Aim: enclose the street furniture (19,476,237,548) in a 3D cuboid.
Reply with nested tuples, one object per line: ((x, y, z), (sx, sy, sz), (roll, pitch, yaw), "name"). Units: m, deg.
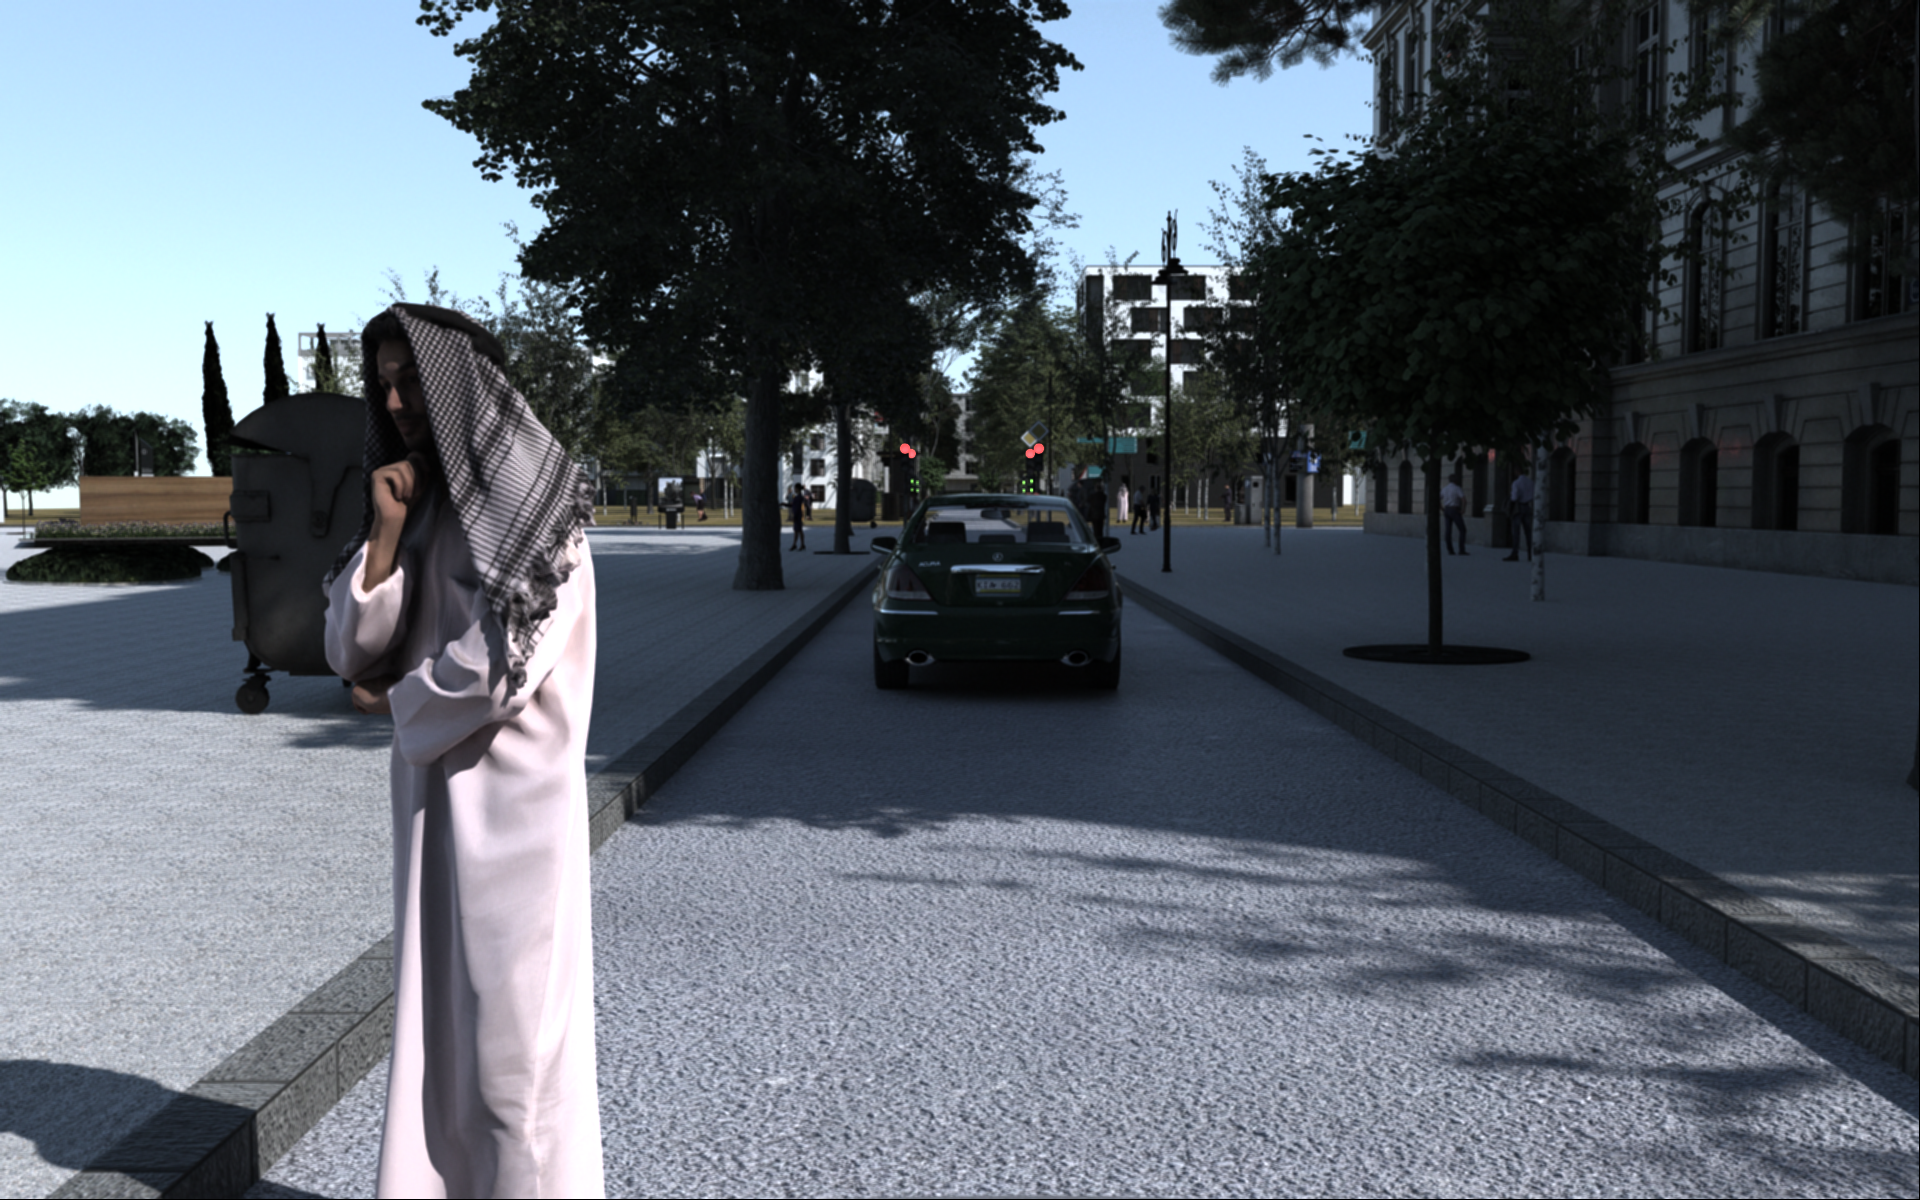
((-21.365, -2.295, 44.370), (9.812, 1.723, 11.010), (-2, 4, -27), "street furniture")

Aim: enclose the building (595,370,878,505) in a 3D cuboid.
((-26.364, -20.910, 208.337), (31.486, 18.905, 16.747), (0, 3, 0), "building")

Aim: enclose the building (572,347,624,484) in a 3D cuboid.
((-62.904, -25.071, 253.885), (32.646, 21.610, 27.936), (0, 3, 0), "building")

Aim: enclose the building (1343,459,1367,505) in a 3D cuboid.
((65.175, -18.519, 244.930), (28.070, 9.664, 9.099), (0, 3, 0), "building")

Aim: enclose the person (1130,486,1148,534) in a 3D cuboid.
((5.729, -2.880, 55.340), (0.590, 1.554, 0.614), (0, 4, -4), "person")

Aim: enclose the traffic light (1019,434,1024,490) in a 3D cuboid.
((2.931, -5.125, 73.039), (0.839, 4.213, 0.868), (0, 3, 0), "traffic light")

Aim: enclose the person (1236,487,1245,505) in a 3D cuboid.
((17.046, -6.026, 105.258), (0.565, 1.739, 0.600), (-2, 4, -33), "person")

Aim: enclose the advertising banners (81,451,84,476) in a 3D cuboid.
((-32.553, -4.167, 64.316), (0.090, 3.025, 2.074), (-2, 4, -26), "advertising banners")

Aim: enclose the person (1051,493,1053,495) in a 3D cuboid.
((10.849, -12.175, 208.336), (0.697, 1.427, 0.421), (3, 5, 42), "person")

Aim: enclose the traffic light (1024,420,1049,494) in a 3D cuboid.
((2.929, -4.637, 65.054), (0.839, 4.213, 0.868), (0, 3, 0), "traffic light")

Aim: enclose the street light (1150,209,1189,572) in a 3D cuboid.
((3.413, -3.403, 28.419), (0.468, 5.910, 1.993), (0, 3, 0), "street light")

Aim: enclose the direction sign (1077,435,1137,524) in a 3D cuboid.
((6.238, -5.178, 73.430), (2.525, 3.948, 1.411), (0, 4, 7), "direction sign")

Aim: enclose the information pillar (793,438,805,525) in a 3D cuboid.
((-6.807, -4.985, 72.865), (0.504, 3.616, 0.183), (2, 4, 28), "information pillar")

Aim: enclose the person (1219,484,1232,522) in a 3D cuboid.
((12.300, -4.516, 80.326), (0.568, 1.767, 0.683), (1, 4, 14), "person")

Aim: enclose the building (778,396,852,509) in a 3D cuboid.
((-14.592, -13.491, 162.727), (9.099, 9.664, 28.070), (0, 3, 0), "building")

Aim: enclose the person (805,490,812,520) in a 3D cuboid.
((-7.509, -4.717, 85.705), (0.480, 1.512, 0.613), (-1, 4, -19), "person")

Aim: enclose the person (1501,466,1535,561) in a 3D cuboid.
((10.668, -1.668, 33.184), (0.709, 1.838, 0.599), (-2, 4, -25), "person")

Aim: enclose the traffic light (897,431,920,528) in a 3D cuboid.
((-2.032, -4.636, 65.039), (0.839, 4.213, 0.868), (0, 3, 0), "traffic light")

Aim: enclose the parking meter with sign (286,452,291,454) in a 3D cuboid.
((-24.266, -4.122, 63.656), (0.543, 3.016, 1.738), (-1, 4, -10), "parking meter with sign")

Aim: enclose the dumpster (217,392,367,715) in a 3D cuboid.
((-3.632, -0.304, 10.737), (1.264, 1.857, 1.865), (0, 3, 0), "dumpster")

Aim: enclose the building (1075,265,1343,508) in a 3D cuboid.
((25.195, -20.012, 171.163), (27.936, 21.610, 32.646), (0, 3, 0), "building")

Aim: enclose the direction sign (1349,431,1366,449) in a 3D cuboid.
((15.905, -4.656, 64.894), (2.525, 3.948, 1.411), (0, 4, 4), "direction sign")

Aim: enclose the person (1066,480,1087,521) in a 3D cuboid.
((3.908, -3.154, 58.148), (0.750, 1.759, 0.617), (0, 4, 8), "person")

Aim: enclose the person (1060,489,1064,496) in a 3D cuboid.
((10.078, -10.075, 171.314), (0.434, 1.755, 0.990), (0, 4, 7), "person")

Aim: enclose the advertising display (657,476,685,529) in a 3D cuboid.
((-10.567, -3.555, 63.341), (0.974, 1.923, 0.123), (0, 4, 3), "advertising display")

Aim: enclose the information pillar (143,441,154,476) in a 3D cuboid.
((-34.265, -4.995, 73.026), (0.504, 3.616, 0.183), (-1, 4, -9), "information pillar")

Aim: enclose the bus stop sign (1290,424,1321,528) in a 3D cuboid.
((13.048, -4.677, 65.486), (0.837, 3.901, 0.837), (-3, 5, -41), "bus stop sign")

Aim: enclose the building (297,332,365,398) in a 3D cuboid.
((-71.131, -21.536, 208.537), (11.380, 20.091, 16.016), (0, 3, 0), "building")

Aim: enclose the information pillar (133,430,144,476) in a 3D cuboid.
((-30.297, -4.426, 63.719), (0.183, 3.616, 0.504), (-1, 4, -18), "information pillar")

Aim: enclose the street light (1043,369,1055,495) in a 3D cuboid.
((3.337, -5.591, 64.207), (0.468, 5.910, 1.993), (0, 3, 0), "street light")

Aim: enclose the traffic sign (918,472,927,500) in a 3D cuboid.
((-2.332, -6.025, 98.506), (0.884, 2.594, 0.081), (0, 4, 1), "traffic sign")

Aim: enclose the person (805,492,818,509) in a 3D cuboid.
((-12.444, -8.352, 145.788), (0.799, 1.438, 0.628), (-2, 4, -24), "person")

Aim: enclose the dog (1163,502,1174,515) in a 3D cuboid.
((12.407, -5.490, 104.143), (0.800, 0.831, 0.513), (2, 4, 29), "dog")

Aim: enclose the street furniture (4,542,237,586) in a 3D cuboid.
((-11.468, -0.843, 29.416), (5.734, 0.657, 10.072), (3, 4, 36), "street furniture")

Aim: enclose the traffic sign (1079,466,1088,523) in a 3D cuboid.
((5.530, -4.585, 74.972), (0.884, 2.594, 0.081), (0, 4, 7), "traffic sign")

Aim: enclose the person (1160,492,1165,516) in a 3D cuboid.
((11.593, -5.851, 102.254), (0.990, 1.755, 0.434), (1, 4, 22), "person")

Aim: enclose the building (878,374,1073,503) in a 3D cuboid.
((3.384, -23.339, 248.055), (31.486, 18.905, 16.747), (0, 3, 0), "building")

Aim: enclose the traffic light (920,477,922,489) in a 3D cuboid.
((-2.031, -5.124, 73.024), (0.839, 4.213, 0.868), (0, 3, 0), "traffic light")

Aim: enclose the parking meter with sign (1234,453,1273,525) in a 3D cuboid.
((12.287, -4.671, 72.630), (1.738, 3.016, 0.543), (-2, 4, -32), "parking meter with sign")

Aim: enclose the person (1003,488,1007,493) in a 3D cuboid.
((4.325, -9.794, 165.804), (1.348, 1.869, 0.705), (-1, 4, -20), "person")

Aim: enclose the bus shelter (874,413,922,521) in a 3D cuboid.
((-3.045, -6.604, 85.609), (2.179, 5.291, 8.768), (0, 3, 0), "bus shelter")

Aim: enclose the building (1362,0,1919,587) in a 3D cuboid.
((18.432, -13.475, 39.394), (14.460, 24.649, 34.723), (0, 3, 0), "building")

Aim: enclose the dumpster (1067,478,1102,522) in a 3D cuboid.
((4.705, -3.626, 65.049), (1.264, 1.857, 1.865), (0, 4, 0), "dumpster")

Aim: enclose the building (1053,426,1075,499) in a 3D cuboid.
((16.027, -15.922, 202.469), (9.099, 9.664, 28.070), (0, 3, 0), "building")

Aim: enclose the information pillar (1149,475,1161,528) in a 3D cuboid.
((7.370, -3.729, 65.454), (0.304, 2.012, 0.304), (3, 5, 42), "information pillar")

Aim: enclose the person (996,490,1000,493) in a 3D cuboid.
((3.998, -10.564, 179.213), (0.683, 1.767, 0.568), (3, 5, 40), "person")

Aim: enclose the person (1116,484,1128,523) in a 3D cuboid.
((7.282, -4.327, 77.460), (0.551, 1.740, 0.621), (-1, 4, -23), "person")

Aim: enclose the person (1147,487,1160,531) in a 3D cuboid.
((6.828, -3.210, 61.066), (0.480, 1.512, 0.613), (1, 4, 10), "person")

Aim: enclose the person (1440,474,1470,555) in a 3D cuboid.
((10.458, -1.814, 36.647), (0.436, 1.711, 0.756), (-2, 4, -30), "person")

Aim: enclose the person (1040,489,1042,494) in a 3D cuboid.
((8.509, -10.788, 182.514), (0.705, 1.814, 1.350), (3, 5, 39), "person")

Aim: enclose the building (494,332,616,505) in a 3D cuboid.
((-47.797, -21.534, 208.503), (11.380, 20.091, 16.016), (0, 3, 0), "building")

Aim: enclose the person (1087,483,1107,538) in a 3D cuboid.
((3.231, -2.002, 41.043), (0.482, 1.546, 0.388), (-1, 4, -19), "person")

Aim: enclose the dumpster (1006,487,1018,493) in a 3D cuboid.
((4.253, -7.994, 136.452), (1.264, 1.857, 1.865), (0, 4, 0), "dumpster")

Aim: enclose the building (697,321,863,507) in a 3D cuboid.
((-18.884, -19.919, 182.096), (16.016, 20.091, 11.380), (0, 3, 0), "building")

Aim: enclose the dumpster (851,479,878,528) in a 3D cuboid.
((-3.767, -3.639, 65.250), (1.264, 1.857, 1.865), (0, 3, 0), "dumpster")

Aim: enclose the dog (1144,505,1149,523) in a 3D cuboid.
((8.097, -3.759, 75.837), (0.800, 0.831, 0.513), (-2, 4, -25), "dog")
